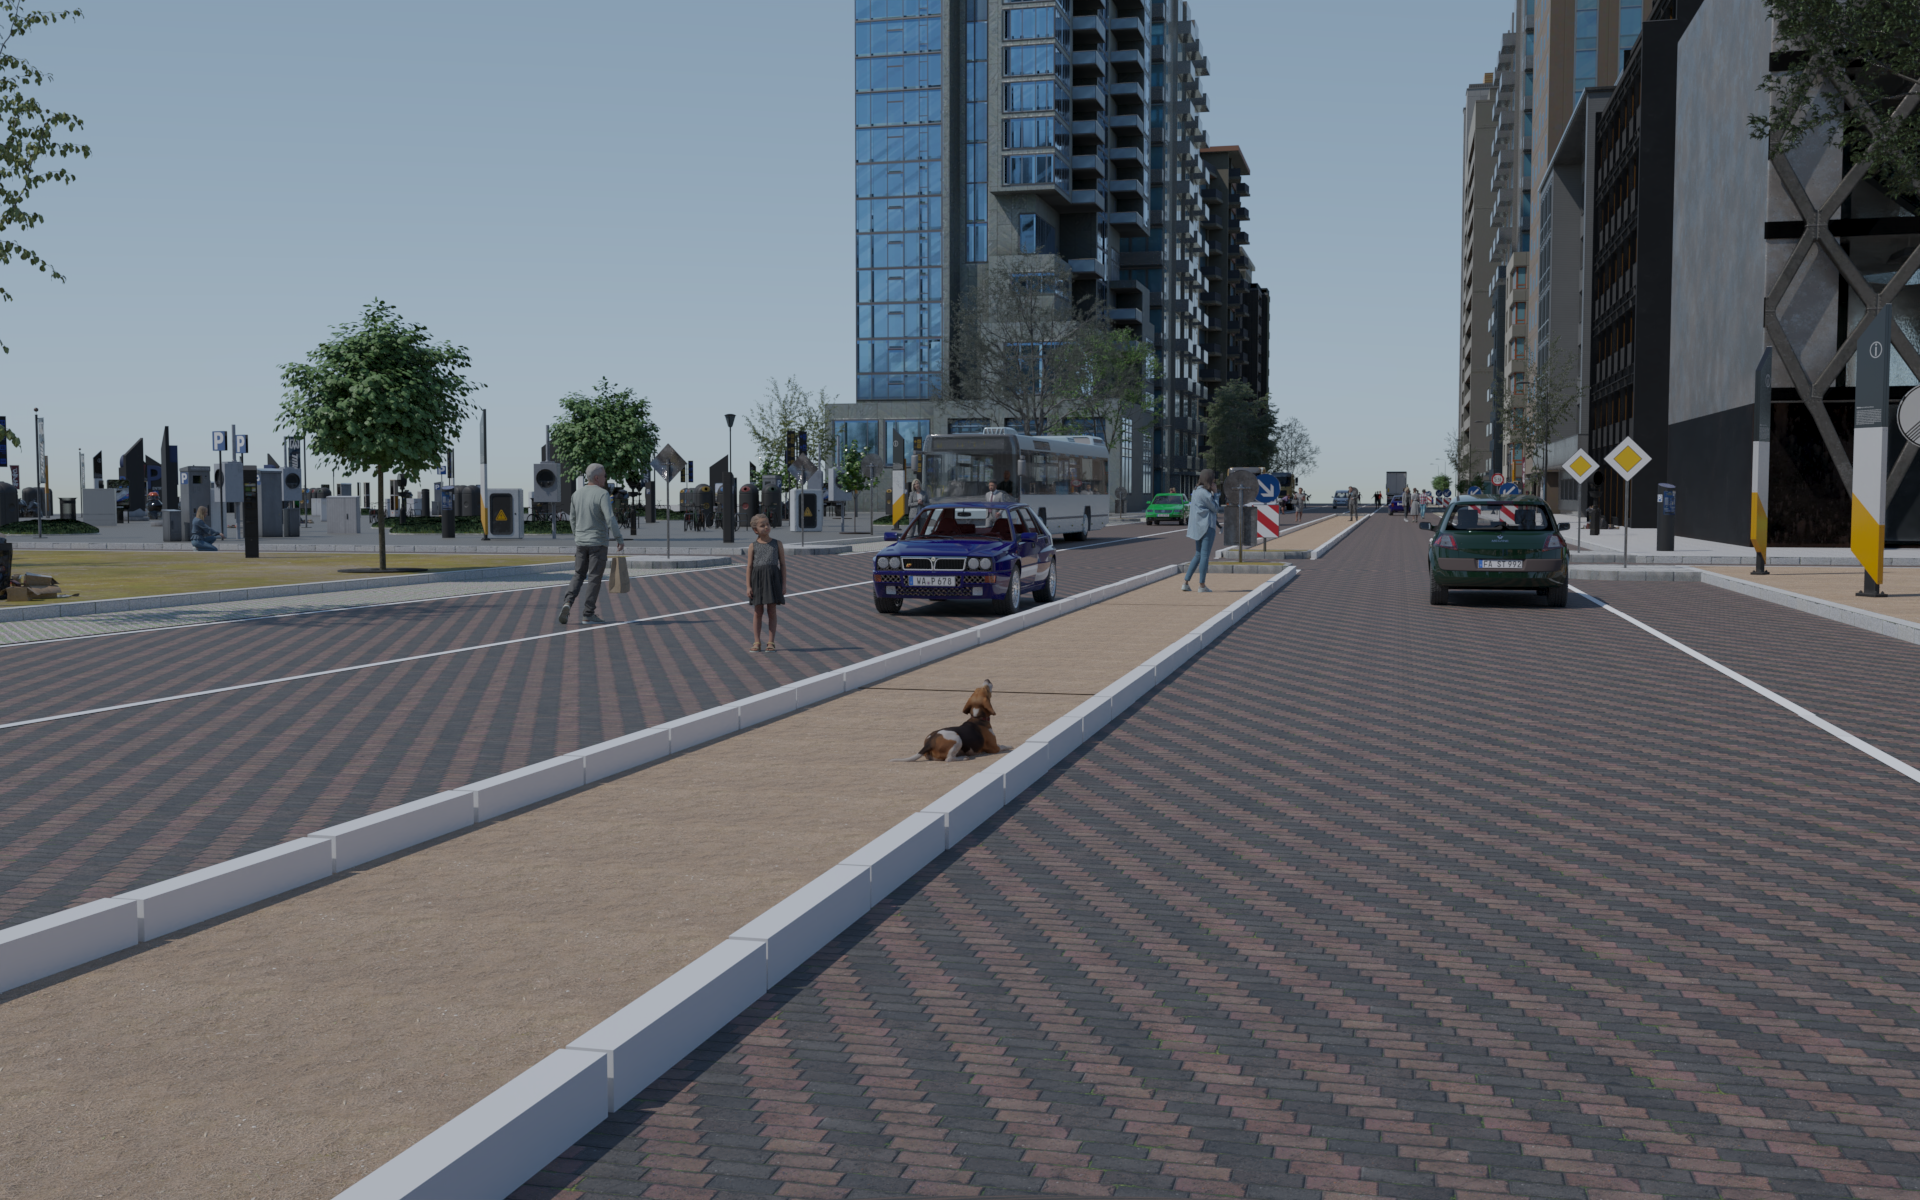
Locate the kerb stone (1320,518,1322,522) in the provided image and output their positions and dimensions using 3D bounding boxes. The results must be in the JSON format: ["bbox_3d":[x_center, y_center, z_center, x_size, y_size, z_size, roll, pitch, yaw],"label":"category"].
[{"bbox_3d":[17.752,-3.900,86.044,0.120,0.150,1.000,1,4,14],"label":"kerb stone"}]

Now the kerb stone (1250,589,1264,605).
[{"bbox_3d":[3.800,-0.012,22.418,0.120,0.150,1.000,1,4,14],"label":"kerb stone"}]

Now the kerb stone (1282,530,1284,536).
[{"bbox_3d":[10.696,-2.203,58.218,0.120,0.150,1.000,1,4,14],"label":"kerb stone"}]

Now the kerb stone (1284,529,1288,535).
[{"bbox_3d":[11.208,-2.325,60.208,0.120,0.150,1.000,1,4,14],"label":"kerb stone"}]

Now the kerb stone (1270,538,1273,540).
[{"bbox_3d":[9.438,-1.899,53.249,0.120,0.150,1.000,1,4,14],"label":"kerb stone"}]

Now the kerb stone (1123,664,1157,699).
[{"bbox_3d":[1.274,0.600,12.469,0.120,0.150,1.000,1,4,14],"label":"kerb stone"}]

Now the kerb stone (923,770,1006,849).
[{"bbox_3d":[0.019,0.900,7.478,0.120,0.150,1.000,1,4,14],"label":"kerb stone"}]

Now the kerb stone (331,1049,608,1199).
[{"bbox_3d":[-0.991,1.143,3.510,0.120,0.150,1.000,1,4,14],"label":"kerb stone"}]

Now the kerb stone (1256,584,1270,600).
[{"bbox_3d":[4.053,-0.074,23.408,0.120,0.150,1.000,1,4,14],"label":"kerb stone"}]

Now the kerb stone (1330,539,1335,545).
[{"bbox_3d":[9.972,-1.497,46.768,0.120,0.150,1.000,1,4,14],"label":"kerb stone"}]

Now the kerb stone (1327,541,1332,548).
[{"bbox_3d":[9.465,-1.382,44.787,0.120,0.150,1.000,1,4,14],"label":"kerb stone"}]

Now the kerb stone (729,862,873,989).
[{"bbox_3d":[-0.490,1.021,5.497,0.120,0.150,1.000,1,4,14],"label":"kerb stone"}]

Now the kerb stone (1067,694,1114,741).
[{"bbox_3d":[0.775,0.718,10.480,0.120,0.150,1.000,1,4,14],"label":"kerb stone"}]

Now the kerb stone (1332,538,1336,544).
[{"bbox_3d":[10.218,-1.562,47.759,0.120,0.150,1.000,1,4,14],"label":"kerb stone"}]

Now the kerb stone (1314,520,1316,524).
[{"bbox_3d":[16.247,-3.538,80.092,0.120,0.150,1.000,1,4,14],"label":"kerb stone"}]

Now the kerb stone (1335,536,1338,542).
[{"bbox_3d":[10.717,-1.682,49.742,0.120,0.150,1.000,1,4,14],"label":"kerb stone"}]

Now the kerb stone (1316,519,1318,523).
[{"bbox_3d":[16.744,-3.660,82.074,0.120,0.150,1.000,1,4,14],"label":"kerb stone"}]

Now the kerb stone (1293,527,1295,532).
[{"bbox_3d":[12.217,-2.569,64.192,0.120,0.150,1.000,1,4,14],"label":"kerb stone"}]

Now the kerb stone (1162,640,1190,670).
[{"bbox_3d":[1.781,0.475,14.457,0.120,0.150,1.000,1,4,14],"label":"kerb stone"}]

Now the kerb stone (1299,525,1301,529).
[{"bbox_3d":[13.218,-2.811,68.165,0.120,0.150,1.000,1,4,14],"label":"kerb stone"}]

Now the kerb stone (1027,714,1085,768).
[{"bbox_3d":[0.522,0.778,9.478,0.120,0.150,1.000,1,4,14],"label":"kerb stone"}]

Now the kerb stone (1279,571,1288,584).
[{"bbox_3d":[5.059,-0.317,27.385,0.120,0.150,1.000,1,4,14],"label":"kerb stone"}]

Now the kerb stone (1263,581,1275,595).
[{"bbox_3d":[4.301,-0.135,24.405,0.120,0.150,1.000,1,4,14],"label":"kerb stone"}]

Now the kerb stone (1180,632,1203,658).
[{"bbox_3d":[2.031,0.420,15.456,0.120,0.150,1.000,1,4,14],"label":"kerb stone"}]

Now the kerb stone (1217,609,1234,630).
[{"bbox_3d":[2.786,0.234,18.435,0.120,0.150,1.000,1,4,14],"label":"kerb stone"}]

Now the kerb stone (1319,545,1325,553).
[{"bbox_3d":[8.455,-1.136,40.803,0.120,0.150,1.000,1,4,14],"label":"kerb stone"}]

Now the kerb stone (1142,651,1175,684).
[{"bbox_3d":[1.532,0.534,13.465,0.120,0.150,1.000,1,4,14],"label":"kerb stone"}]

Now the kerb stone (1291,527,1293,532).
[{"bbox_3d":[11.962,-2.508,63.194,0.120,0.150,1.000,1,4,14],"label":"kerb stone"}]

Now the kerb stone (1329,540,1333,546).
[{"bbox_3d":[9.719,-1.442,45.777,0.120,0.150,1.000,1,4,14],"label":"kerb stone"}]

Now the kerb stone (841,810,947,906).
[{"bbox_3d":[-0.242,0.962,6.489,0.120,0.150,1.000,1,4,14],"label":"kerb stone"}]

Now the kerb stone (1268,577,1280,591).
[{"bbox_3d":[4.557,-0.196,25.395,0.120,0.150,1.000,1,4,14],"label":"kerb stone"}]

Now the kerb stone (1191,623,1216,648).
[{"bbox_3d":[2.291,0.352,16.445,0.120,0.150,1.000,1,4,14],"label":"kerb stone"}]

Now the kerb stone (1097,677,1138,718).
[{"bbox_3d":[1.028,0.656,11.472,0.120,0.150,1.000,1,4,14],"label":"kerb stone"}]

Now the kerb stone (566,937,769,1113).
[{"bbox_3d":[-0.737,1.085,4.505,0.120,0.150,1.000,1,4,14],"label":"kerb stone"}]

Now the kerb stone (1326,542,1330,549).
[{"bbox_3d":[9.203,-1.317,43.796,0.120,0.150,1.000,1,4,14],"label":"kerb stone"}]

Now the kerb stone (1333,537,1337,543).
[{"bbox_3d":[10.475,-1.624,48.749,0.120,0.150,1.000,1,4,14],"label":"kerb stone"}]

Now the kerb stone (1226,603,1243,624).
[{"bbox_3d":[3.046,0.169,19.434,0.120,0.150,1.000,1,4,14],"label":"kerb stone"}]

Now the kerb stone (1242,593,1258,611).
[{"bbox_3d":[3.551,0.047,21.426,0.120,0.150,1.000,1,4,14],"label":"kerb stone"}]

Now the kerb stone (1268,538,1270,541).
[{"bbox_3d":[9.186,-1.837,52.250,0.120,0.150,1.000,1,4,14],"label":"kerb stone"}]

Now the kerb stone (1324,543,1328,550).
[{"bbox_3d":[8.958,-1.257,42.798,0.120,0.150,1.000,1,4,14],"label":"kerb stone"}]

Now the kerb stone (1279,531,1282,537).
[{"bbox_3d":[10.453,-2.142,57.225,0.120,0.150,1.000,1,4,14],"label":"kerb stone"}]

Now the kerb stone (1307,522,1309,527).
[{"bbox_3d":[14.729,-3.173,74.123,0.120,0.150,1.000,1,4,14],"label":"kerb stone"}]

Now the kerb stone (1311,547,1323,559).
[{"bbox_3d":[8.207,-1.077,39.808,0.120,0.150,1.000,1,4,14],"label":"kerb stone"}]

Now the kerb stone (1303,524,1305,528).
[{"bbox_3d":[13.975,-2.994,71.140,0.120,0.150,1.000,1,4,14],"label":"kerb stone"}]

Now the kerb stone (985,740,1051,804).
[{"bbox_3d":[0.274,0.843,8.474,0.120,0.150,1.000,1,4,14],"label":"kerb stone"}]

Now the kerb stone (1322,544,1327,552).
[{"bbox_3d":[8.711,-1.196,41.800,0.120,0.150,1.000,1,4,14],"label":"kerb stone"}]

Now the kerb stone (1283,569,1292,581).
[{"bbox_3d":[5.313,-0.373,28.382,0.120,0.150,1.000,1,4,14],"label":"kerb stone"}]

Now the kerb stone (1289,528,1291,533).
[{"bbox_3d":[11.707,-2.446,62.193,0.120,0.150,1.000,1,4,14],"label":"kerb stone"}]

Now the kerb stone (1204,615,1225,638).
[{"bbox_3d":[2.538,0.291,17.439,0.120,0.150,1.000,1,4,14],"label":"kerb stone"}]

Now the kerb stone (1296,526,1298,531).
[{"bbox_3d":[12.715,-2.690,66.176,0.120,0.150,1.000,1,4,14],"label":"kerb stone"}]

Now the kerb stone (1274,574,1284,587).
[{"bbox_3d":[4.807,-0.256,26.393,0.120,0.150,1.000,1,4,14],"label":"kerb stone"}]

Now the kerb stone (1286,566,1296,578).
[{"bbox_3d":[5.560,-0.439,29.374,0.120,0.150,1.000,1,4,14],"label":"kerb stone"}]

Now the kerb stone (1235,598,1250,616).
[{"bbox_3d":[3.294,0.109,20.437,0.120,0.150,1.000,1,4,14],"label":"kerb stone"}]
